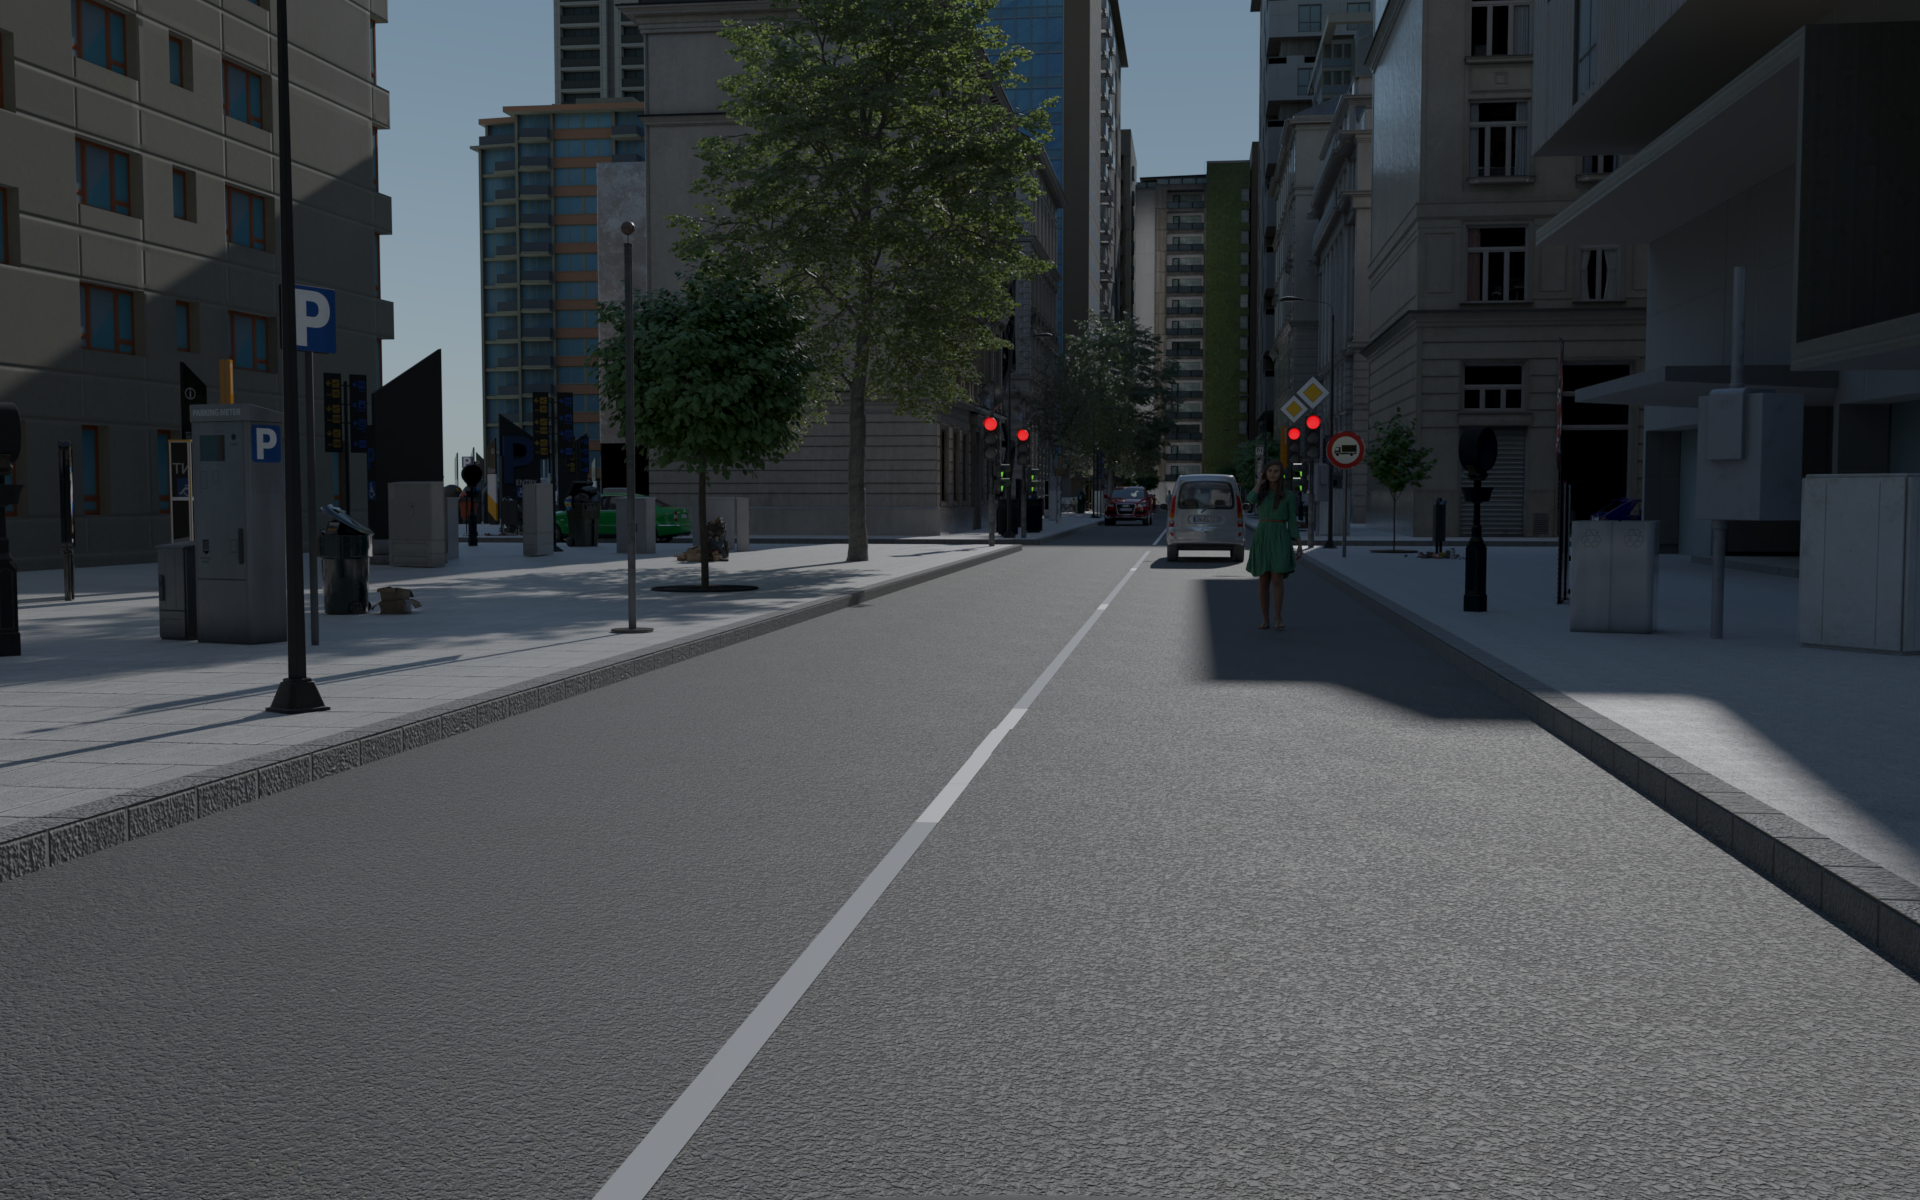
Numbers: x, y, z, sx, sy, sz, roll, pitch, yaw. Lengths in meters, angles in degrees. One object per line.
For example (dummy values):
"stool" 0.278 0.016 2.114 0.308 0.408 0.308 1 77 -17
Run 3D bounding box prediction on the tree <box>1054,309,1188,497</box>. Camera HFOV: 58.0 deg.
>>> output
"tree" 10.620 -13.034 119.763 9.857 13.997 8.962 0 3 0

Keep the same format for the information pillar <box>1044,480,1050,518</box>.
"information pillar" 4.645 -5.319 91.459 0.304 2.012 0.304 2 4 30

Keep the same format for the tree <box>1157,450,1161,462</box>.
"tree" 19.117 -14.088 180.707 4.737 8.622 4.395 0 3 0

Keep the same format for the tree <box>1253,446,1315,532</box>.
"tree" 11.299 -3.967 59.455 1.663 3.219 1.824 0 3 0

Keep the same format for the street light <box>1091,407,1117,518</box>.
"street light" 7.678 -7.332 92.411 1.470 5.913 1.316 0 4 8

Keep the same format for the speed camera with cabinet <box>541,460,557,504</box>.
"speed camera with cabinet" -23.659 -6.527 101.044 2.038 3.252 0.660 -3 4 -36

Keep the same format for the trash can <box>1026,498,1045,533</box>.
"trash can" 2.442 -2.807 57.545 0.748 1.137 0.748 0 3 0

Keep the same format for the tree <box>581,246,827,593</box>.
"tree" -3.368 -2.414 23.188 4.285 4.588 4.351 0 3 0

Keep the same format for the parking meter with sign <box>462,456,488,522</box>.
"parking meter with sign" -22.517 -5.175 80.871 0.543 3.016 1.738 1 4 17

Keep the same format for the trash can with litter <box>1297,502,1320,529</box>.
"trash can with litter" 12.931 -3.241 64.373 1.055 1.170 0.624 -3 4 -36

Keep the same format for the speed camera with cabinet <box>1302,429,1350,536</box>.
"speed camera with cabinet" 11.246 -3.597 53.151 0.660 3.252 2.038 3 5 41

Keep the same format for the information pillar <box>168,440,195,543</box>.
"information pillar" -10.529 -1.167 23.576 0.304 2.012 0.304 0 4 4

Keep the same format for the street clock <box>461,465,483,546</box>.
"street clock" -12.038 -2.335 42.742 0.471 2.002 0.358 -2 4 -32

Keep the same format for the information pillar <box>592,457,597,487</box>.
"information pillar" -23.304 -7.281 110.406 0.183 3.616 0.504 -3 5 -40

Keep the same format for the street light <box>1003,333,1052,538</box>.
"street light" 1.969 -4.749 50.192 1.470 5.913 1.316 0 4 8

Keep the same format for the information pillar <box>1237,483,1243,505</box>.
"information pillar" 18.865 -6.862 116.691 0.304 2.012 0.304 3 5 41

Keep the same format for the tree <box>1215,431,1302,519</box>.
"tree" 16.248 -6.742 93.940 4.285 4.588 4.351 0 3 0

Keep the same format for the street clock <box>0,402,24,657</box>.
"street clock" -7.581 -0.558 13.688 0.358 2.002 0.471 -3 5 -43

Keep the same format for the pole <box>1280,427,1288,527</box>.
"pole" 9.781 -3.579 52.367 0.158 3.312 0.155 0 3 0

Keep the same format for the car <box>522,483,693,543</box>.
"car" -9.886 -2.427 48.480 4.718 1.807 1.959 0 4 7

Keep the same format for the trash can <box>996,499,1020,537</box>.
"trash can" 1.453 -2.476 52.138 0.748 1.137 0.748 0 3 0

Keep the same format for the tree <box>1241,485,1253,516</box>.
"tree" 17.181 -6.548 101.666 1.663 3.219 1.824 0 3 0

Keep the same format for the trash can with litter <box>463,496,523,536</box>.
"trash can with litter" -14.277 -2.583 53.282 2.233 1.210 1.678 -2 4 -35

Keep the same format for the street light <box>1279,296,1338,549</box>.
"street light" 8.206 -4.175 40.806 1.470 5.913 1.316 0 4 8

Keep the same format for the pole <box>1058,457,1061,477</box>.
"pole" 5.496 -6.236 95.795 0.158 3.312 0.155 0 3 0

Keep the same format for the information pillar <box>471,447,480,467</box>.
"information pillar" -24.343 -5.826 86.615 0.183 3.616 0.504 -2 4 -30

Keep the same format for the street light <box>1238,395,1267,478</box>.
"street light" 13.823 -6.662 81.457 1.470 5.913 1.316 0 4 8

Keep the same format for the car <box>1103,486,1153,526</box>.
"car" 7.818 -4.363 80.012 2.281 1.827 5.304 1 4 9

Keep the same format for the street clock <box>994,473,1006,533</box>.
"street clock" 1.308 -3.257 57.815 0.471 2.002 0.358 -1 4 -8

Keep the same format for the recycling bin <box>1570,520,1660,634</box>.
"recycling bin" 6.152 -0.227 16.265 0.722 1.027 0.722 2 4 26

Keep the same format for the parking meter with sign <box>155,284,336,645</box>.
"parking meter with sign" -6.224 -1.144 14.959 1.738 3.016 0.543 2 4 25

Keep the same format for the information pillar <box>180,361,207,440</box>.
"information pillar" -13.610 -2.413 30.808 0.183 3.616 0.504 2 4 31

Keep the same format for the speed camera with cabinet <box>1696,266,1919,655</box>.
"speed camera with cabinet" 7.267 -1.242 14.643 0.660 3.252 2.038 -2 4 -27

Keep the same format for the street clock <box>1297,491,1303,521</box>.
"street clock" 16.345 -4.798 83.011 0.358 2.002 0.471 3 4 36

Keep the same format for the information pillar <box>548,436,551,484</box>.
"information pillar" -16.435 -4.768 69.307 0.183 3.616 0.504 -1 4 -14

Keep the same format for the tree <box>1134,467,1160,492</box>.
"tree" 20.724 -12.748 192.141 4.285 4.588 4.351 0 3 0

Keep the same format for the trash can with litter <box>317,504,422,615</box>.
"trash can with litter" -6.345 -0.441 18.603 1.055 1.170 0.624 0 4 -5

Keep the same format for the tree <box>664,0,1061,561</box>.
"tree" -1.570 -7.007 32.694 7.486 12.596 7.792 0 3 0

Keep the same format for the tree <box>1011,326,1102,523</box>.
"tree" 4.255 -7.631 75.132 4.360 8.622 3.978 0 3 0

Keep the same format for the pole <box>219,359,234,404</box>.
"pole" -11.128 -1.989 26.356 0.158 3.312 0.155 0 3 0

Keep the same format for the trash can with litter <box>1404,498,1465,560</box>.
"trash can with litter" 9.844 -1.463 34.975 1.678 1.210 2.233 2 4 24

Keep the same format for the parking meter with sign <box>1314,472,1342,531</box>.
"parking meter with sign" 13.113 -3.975 61.247 1.738 3.016 0.543 -3 4 -37

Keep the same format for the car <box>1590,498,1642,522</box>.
"car" 18.117 -1.926 44.070 3.894 1.354 1.945 1 4 9

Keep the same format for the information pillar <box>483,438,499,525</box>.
"information pillar" -19.437 -4.934 72.027 0.504 3.616 0.183 2 4 32

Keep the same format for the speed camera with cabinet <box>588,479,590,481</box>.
"speed camera with cabinet" -23.012 -6.643 102.941 2.038 3.252 0.660 2 4 25

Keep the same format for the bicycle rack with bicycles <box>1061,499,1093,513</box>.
"bicycle rack with bicycles" 7.706 -6.424 118.415 2.925 0.926 2.852 -1 4 -11

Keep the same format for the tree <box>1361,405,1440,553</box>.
"tree" 9.638 -2.643 37.821 1.663 3.219 1.824 0 3 0

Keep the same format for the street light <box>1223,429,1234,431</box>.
"street light" 19.456 -9.250 123.785 1.470 5.913 1.316 0 4 8

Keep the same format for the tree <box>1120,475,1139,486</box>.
"tree" 17.151 -10.842 171.874 1.663 3.219 1.824 0 3 0

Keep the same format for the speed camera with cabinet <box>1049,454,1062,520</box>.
"speed camera with cabinet" 4.675 -5.544 84.979 0.660 3.252 2.038 0 4 5

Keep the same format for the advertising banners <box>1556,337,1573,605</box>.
"advertising banners" 7.086 -1.477 20.331 0.090 3.025 2.074 2 4 23

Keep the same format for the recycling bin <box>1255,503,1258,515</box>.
"recycling bin" 18.411 -5.672 105.298 0.722 1.027 0.722 3 5 43

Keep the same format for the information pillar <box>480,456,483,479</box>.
"information pillar" -26.727 -6.428 96.458 0.504 3.616 0.183 1 4 18

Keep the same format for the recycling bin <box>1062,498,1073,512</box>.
"recycling bin" 7.747 -6.874 124.945 0.722 1.027 0.722 1 4 13

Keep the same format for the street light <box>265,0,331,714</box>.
"street light" -3.387 -2.291 10.003 1.470 5.913 1.316 0 4 8

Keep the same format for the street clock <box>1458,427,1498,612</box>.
"street clock" 5.630 -0.874 18.868 0.358 2.002 0.471 3 5 44

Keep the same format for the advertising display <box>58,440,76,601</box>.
"advertising display" -10.880 -0.973 21.120 0.123 1.923 0.974 -2 4 -25

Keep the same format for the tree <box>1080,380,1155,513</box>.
"tree" 9.442 -9.839 111.237 4.737 8.622 4.395 0 3 0

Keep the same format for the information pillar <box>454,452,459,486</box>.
"information pillar" -28.401 -6.507 97.749 0.183 3.616 0.504 -2 4 -33
